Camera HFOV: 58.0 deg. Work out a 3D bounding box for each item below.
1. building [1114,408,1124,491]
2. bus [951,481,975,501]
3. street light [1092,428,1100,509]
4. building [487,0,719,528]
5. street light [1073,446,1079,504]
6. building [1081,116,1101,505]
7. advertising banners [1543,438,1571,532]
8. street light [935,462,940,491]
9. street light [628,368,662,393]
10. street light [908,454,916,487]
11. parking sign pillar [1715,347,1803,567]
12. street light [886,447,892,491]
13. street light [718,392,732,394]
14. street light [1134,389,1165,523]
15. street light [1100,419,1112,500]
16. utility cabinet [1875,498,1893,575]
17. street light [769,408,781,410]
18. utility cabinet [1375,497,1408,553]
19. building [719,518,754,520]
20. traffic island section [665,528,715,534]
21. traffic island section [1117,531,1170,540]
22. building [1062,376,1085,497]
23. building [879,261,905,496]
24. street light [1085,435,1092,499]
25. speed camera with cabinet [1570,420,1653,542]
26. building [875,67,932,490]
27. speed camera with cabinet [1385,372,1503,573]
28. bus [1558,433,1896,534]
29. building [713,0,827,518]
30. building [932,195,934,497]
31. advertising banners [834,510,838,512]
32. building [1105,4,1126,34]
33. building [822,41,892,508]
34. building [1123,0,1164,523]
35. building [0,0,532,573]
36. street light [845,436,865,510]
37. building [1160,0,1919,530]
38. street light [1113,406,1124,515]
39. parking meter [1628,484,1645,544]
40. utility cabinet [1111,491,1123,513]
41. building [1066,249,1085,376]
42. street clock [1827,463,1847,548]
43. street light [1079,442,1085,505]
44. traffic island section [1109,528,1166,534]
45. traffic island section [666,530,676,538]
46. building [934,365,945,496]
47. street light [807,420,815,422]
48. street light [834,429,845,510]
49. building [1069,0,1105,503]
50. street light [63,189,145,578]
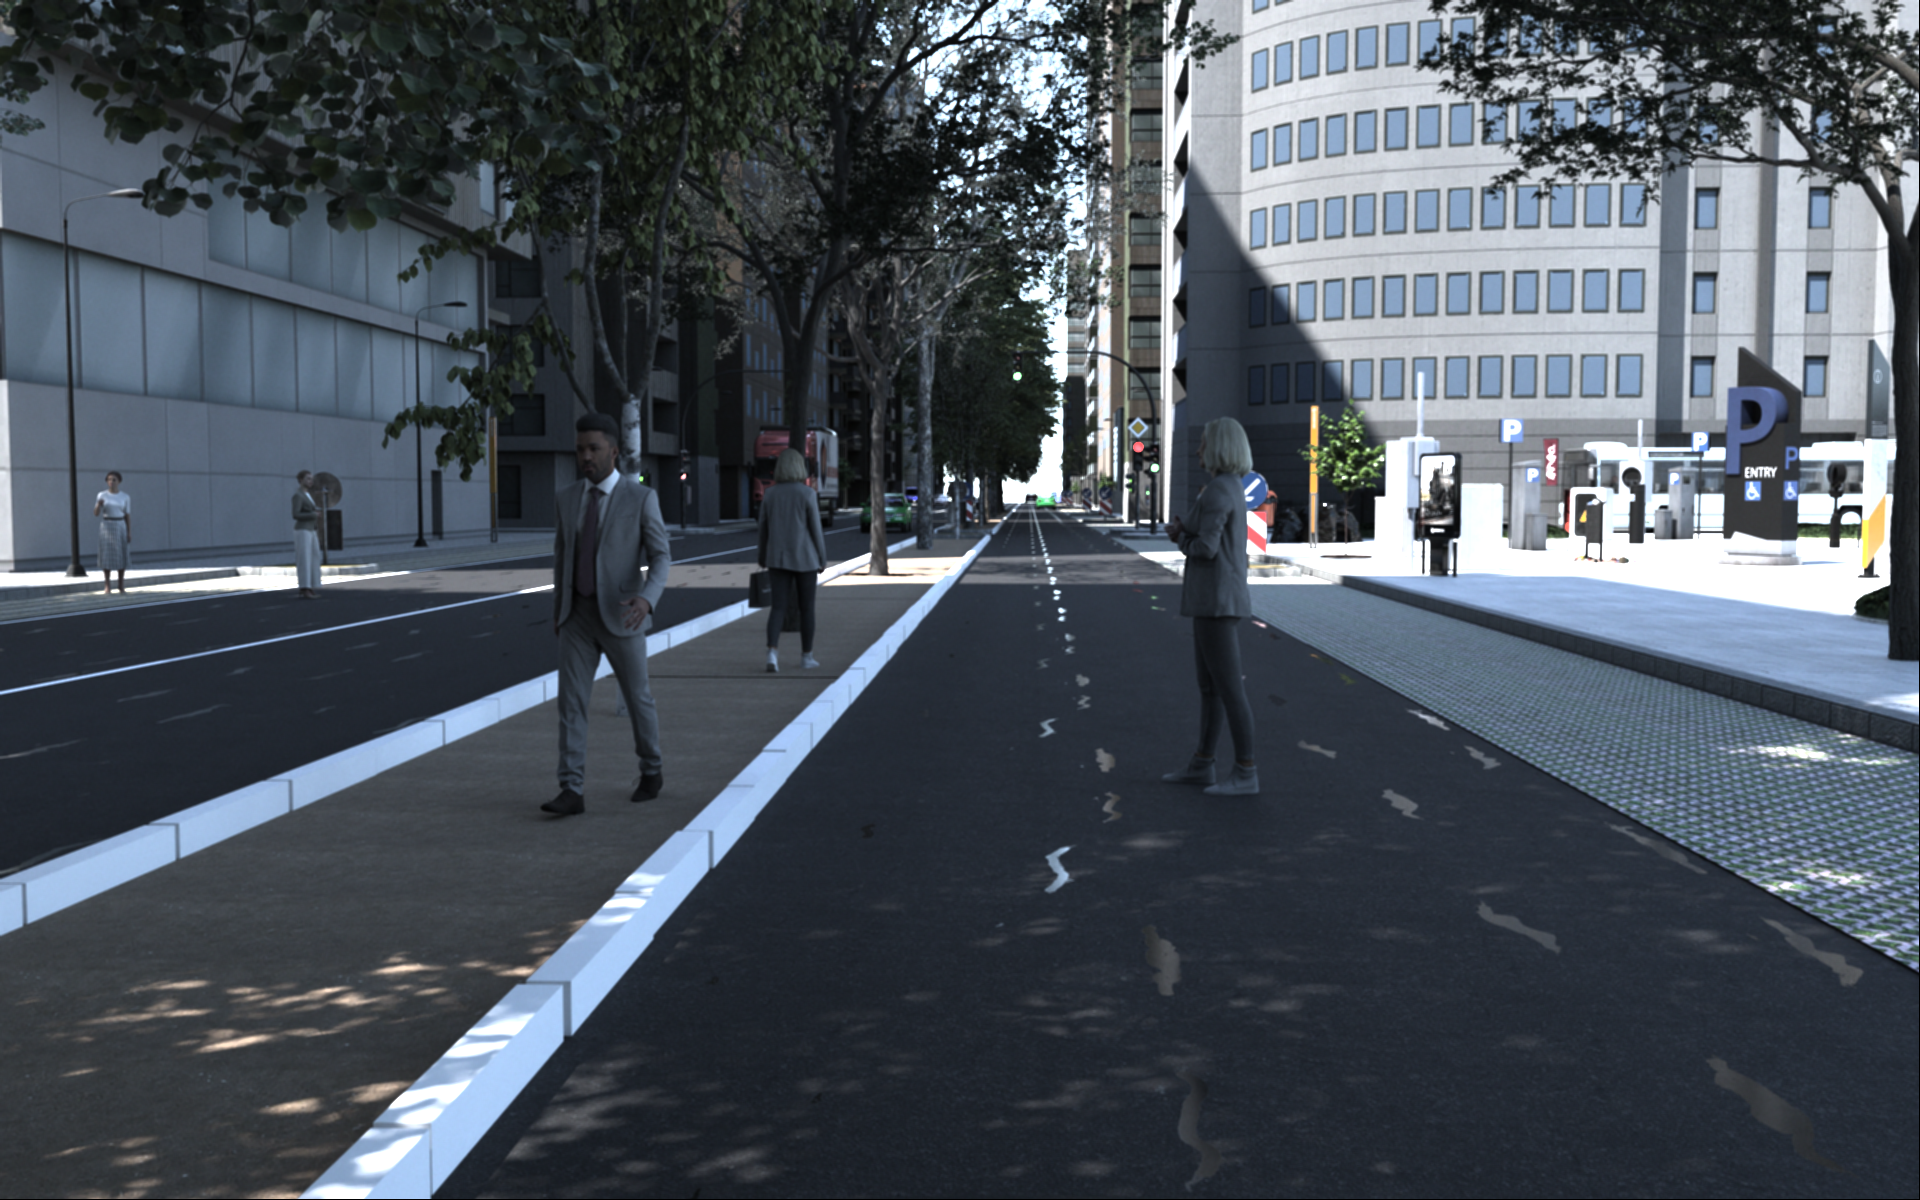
[{"bbox_3d":[22.811,-49.393,120.241,22.319,86.520,31.000,0,4,2],"label":"building"},{"bbox_3d":[0.406,-14.886,238.241,2.948,3.499,13.247,0,4,4],"label":"bus"},{"bbox_3d":[10.251,-9.133,121.873,1.470,5.913,1.316,0,4,2],"label":"street light"},{"bbox_3d":[-18.037,-18.237,69.883,14.160,30.474,14.107,0,4,2],"label":"building"},{"bbox_3d":[12.061,-12.001,168.757,1.470,5.913,1.316,0,4,2],"label":"street light"},{"bbox_3d":[26.082,-35.356,197.684,23.786,49.044,30.456,0,4,2],"label":"building"},{"bbox_3d":[19.141,-3.545,54.142,0.090,3.025,2.074,-3,5,-40],"label":"advertising banners"},{"bbox_3d":[-3.509,-18.109,268.621,1.470,5.913,1.316,0,4,2],"label":"street light"},{"bbox_3d":[-11.617,-5.575,63.700,1.470,5.913,1.316,0,4,2],"label":"street light"},{"bbox_3d":[-6.180,-13.940,200.452,1.470,5.913,1.316,0,4,2],"label":"street light"},{"bbox_3d":[14.446,-2.613,31.202,1.447,3.967,1.447,-2,4,-23],"label":"parking sign pillar"},{"bbox_3d":[-7.391,-12.077,169.997,1.470,5.913,1.316,0,4,2],"label":"street light"},{"bbox_3d":[-11.013,-6.489,78.629,1.470,5.913,1.316,0,4,2],"label":"street light"},{"bbox_3d":[8.402,-6.380,76.858,1.470,5.913,1.316,0,4,2],"label":"street light"},{"bbox_3d":[9.572,-8.221,106.947,1.470,5.913,1.316,0,4,2],"label":"street light"},{"bbox_3d":[15.145,-1.001,27.521,1.020,1.237,0.306,0,4,8],"label":"utility cabinet"},{"bbox_3d":[-10.346,-7.401,93.555,1.470,5.913,1.316,0,4,2],"label":"street light"},{"bbox_3d":[9.523,-1.642,38.008,0.306,1.237,1.020,-1,4,-21],"label":"utility cabinet"},{"bbox_3d":[-17.272,-26.998,91.529,14.600,45.320,14.200,0,4,2],"label":"building"},{"bbox_3d":[-10.192,-2.537,63.761,2.009,0.180,2.903,0,4,2],"label":"traffic island section"},{"bbox_3d":[6.169,-2.008,55.117,2.009,0.180,2.903,0,4,2],"label":"traffic island section"},{"bbox_3d":[29.875,-25.879,268.158,27.650,21.520,28.899,0,4,2],"label":"building"},{"bbox_3d":[-14.014,-26.440,203.993,14.160,30.474,14.107,0,4,2],"label":"building"},{"bbox_3d":[10.868,-10.066,137.116,1.470,5.913,1.316,0,4,2],"label":"street light"},{"bbox_3d":[17.516,-3.196,46.590,0.660,3.252,2.038,-3,5,-44],"label":"speed camera with cabinet"},{"bbox_3d":[-15.642,-42.515,237.125,21.231,58.520,28.212,0,4,2],"label":"building"},{"bbox_3d":[8.046,-2.104,28.734,2.038,3.252,0.660,-2,4,-25],"label":"speed camera with cabinet"},{"bbox_3d":[26.494,-3.910,58.781,13.247,3.499,2.948,0,4,1],"label":"bus"},{"bbox_3d":[-16.476,-28.352,113.673,14.600,45.320,14.200,0,4,2],"label":"building"},{"bbox_3d":[-15.227,-44.242,265.363,21.231,58.520,28.212,0,4,2],"label":"building"},{"bbox_3d":[-9.173,-8.033,127.523,0.090,3.025,2.074,0,4,5],"label":"advertising banners"},{"bbox_3d":[19.414,-30.393,147.038,14.600,45.320,14.200,0,4,2],"label":"building"},{"bbox_3d":[-18.827,-32.249,181.903,22.147,44.769,28.867,0,4,2],"label":"building"},{"bbox_3d":[15.651,-19.573,91.715,14.160,30.474,14.107,0,4,2],"label":"building"},{"bbox_3d":[-26.983,-27.615,40.743,27.495,52.752,28.713,0,4,2],"label":"building"},{"bbox_3d":[-8.630,-10.251,140.141,1.470,5.913,1.316,0,4,2],"label":"street light"},{"bbox_3d":[23.153,-32.329,70.586,28.212,58.520,21.231,0,4,2],"label":"building"},{"bbox_3d":[9.030,-7.293,91.786,1.470,5.913,1.316,0,4,2],"label":"street light"},{"bbox_3d":[17.355,-2.201,44.403,0.372,1.533,0.369,0,3,0],"label":"parking meter"},{"bbox_3d":[10.364,-6.452,114.166,0.318,1.500,1.173,3,4,38],"label":"utility cabinet"},{"bbox_3d":[24.748,-37.064,289.591,14.154,41.232,14.086,0,4,2],"label":"building"},{"bbox_3d":[20.732,-2.228,40.995,0.358,2.002,0.471,0,4,-1],"label":"street clock"},{"bbox_3d":[11.588,-11.088,153.823,1.470,5.913,1.316,0,4,2],"label":"street light"},{"bbox_3d":[6.486,-2.496,63.096,2.009,0.180,2.903,0,4,2],"label":"traffic island section"},{"bbox_3d":[-10.509,-2.049,55.783,2.009,0.180,2.903,0,4,2],"label":"traffic island section"},{"bbox_3d":[-9.935,-31.565,287.786,14.160,30.474,14.107,0,4,2],"label":"building"},{"bbox_3d":[-9.764,-8.315,108.485,1.470,5.913,1.316,0,4,2],"label":"street light"},{"bbox_3d":[-9.203,-9.235,123.532,1.470,5.913,1.316,0,4,2],"label":"street light"},{"bbox_3d":[25.840,-49.164,242.074,20.563,71.187,20.611,0,4,2],"label":"building"},{"bbox_3d":[-13.128,-3.305,26.579,1.470,5.913,1.316,0,4,2],"label":"street light"}]
